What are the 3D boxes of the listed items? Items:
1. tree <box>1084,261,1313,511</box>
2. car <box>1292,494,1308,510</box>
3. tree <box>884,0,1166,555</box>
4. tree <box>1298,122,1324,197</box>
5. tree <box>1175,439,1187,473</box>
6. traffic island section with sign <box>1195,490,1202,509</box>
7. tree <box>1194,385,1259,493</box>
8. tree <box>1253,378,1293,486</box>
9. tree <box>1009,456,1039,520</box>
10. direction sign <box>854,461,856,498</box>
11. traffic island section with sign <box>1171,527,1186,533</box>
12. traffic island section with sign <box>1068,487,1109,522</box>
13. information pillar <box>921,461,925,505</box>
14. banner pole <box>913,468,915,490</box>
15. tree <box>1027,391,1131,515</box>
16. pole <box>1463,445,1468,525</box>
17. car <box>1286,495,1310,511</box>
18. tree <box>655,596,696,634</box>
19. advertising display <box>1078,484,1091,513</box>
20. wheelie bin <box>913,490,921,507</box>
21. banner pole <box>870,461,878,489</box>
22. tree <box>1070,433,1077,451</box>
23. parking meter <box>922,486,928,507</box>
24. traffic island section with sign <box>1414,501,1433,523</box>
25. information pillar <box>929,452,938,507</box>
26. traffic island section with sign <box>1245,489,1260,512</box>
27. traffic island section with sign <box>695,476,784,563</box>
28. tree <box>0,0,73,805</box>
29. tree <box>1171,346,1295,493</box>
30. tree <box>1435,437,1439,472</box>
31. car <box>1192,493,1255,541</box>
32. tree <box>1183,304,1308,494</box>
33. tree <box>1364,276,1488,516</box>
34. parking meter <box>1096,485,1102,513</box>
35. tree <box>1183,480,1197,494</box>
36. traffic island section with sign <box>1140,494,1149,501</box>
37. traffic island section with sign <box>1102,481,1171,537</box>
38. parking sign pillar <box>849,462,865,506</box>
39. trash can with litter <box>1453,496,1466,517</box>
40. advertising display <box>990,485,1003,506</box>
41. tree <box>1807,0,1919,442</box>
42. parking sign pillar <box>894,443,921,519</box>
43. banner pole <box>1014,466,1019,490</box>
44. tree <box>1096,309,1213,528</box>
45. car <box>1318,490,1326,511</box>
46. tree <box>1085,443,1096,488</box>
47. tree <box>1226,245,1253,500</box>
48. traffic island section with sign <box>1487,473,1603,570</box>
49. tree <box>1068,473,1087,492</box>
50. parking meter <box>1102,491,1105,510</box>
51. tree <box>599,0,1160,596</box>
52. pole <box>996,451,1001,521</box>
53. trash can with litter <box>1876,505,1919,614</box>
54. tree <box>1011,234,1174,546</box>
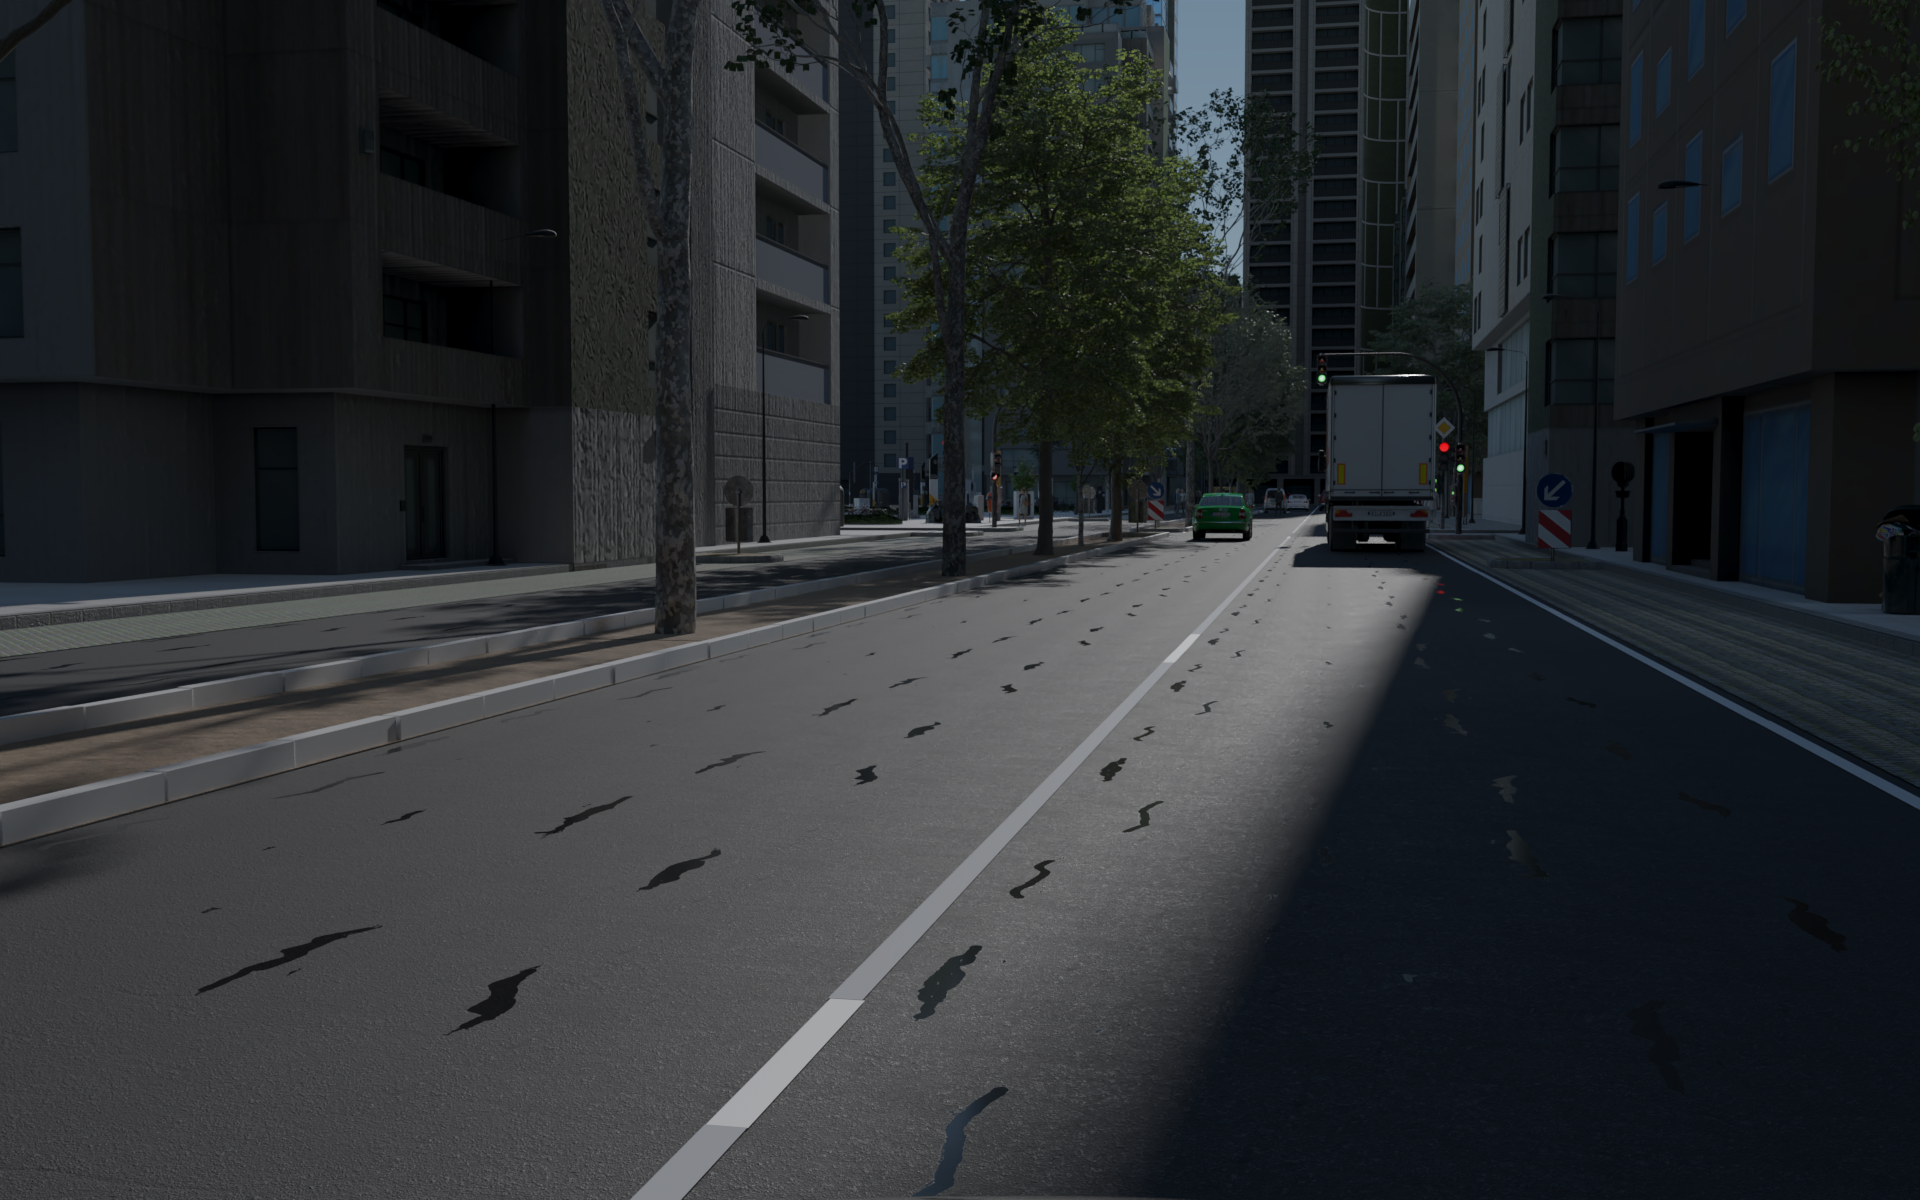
[{"bbox_3d":[13.029,-10.803,89.460,12.009,13.543,11.850,0,3,0],"label":"tree"},{"bbox_3d":[31.044,-9.018,159.443,2.014,1.417,4.499,1,4,13],"label":"car"},{"bbox_3d":[1.969,-7.337,40.541,7.486,12.596,7.792,0,3,0],"label":"tree"},{"bbox_3d":[9.055,-13.330,76.292,12.611,20.169,13.585,0,3,0],"label":"tree"},{"bbox_3d":[25.077,-14.503,187.485,4.737,8.622,4.395,0,3,0],"label":"tree"},{"bbox_3d":[22.921,-9.636,166.170,1.989,1.847,2.006,1,4,12],"label":"traffic island section with sign"},{"bbox_3d":[16.962,-9.501,108.154,4.737,8.622,4.395,0,3,0],"label":"tree"},{"bbox_3d":[20.283,-12.462,124.345,7.486,12.596,7.792,0,3,0],"label":"tree"},{"bbox_3d":[3.107,-5.649,86.967,1.663,3.219,1.824,0,3,0],"label":"tree"},{"bbox_3d":[-7.327,-7.857,120.459,0.379,3.537,0.876,-1,4,-10],"label":"direction sign"},{"bbox_3d":[7.420,-3.482,65.069,2.006,1.907,1.989,1,4,12],"label":"traffic island section with sign"},{"bbox_3d":[6.789,-5.021,90.722,1.989,1.847,2.006,1,4,12],"label":"traffic island section with sign"},{"bbox_3d":[-2.648,-8.098,123.763,0.183,3.616,0.504,2,4,30],"label":"information pillar"},{"bbox_3d":[-4.118,-9.411,143.881,0.863,3.779,0.401,1,4,14],"label":"banner pole"},{"bbox_3d":[7.568,-10.591,107.582,7.601,10.594,8.767,1,4,9],"label":"tree"},{"bbox_3d":[21.132,-4.804,72.391,0.158,3.312,0.155,0,3,0],"label":"pole"},{"bbox_3d":[28.130,-8.068,144.268,2.083,1.381,4.827,1,4,11],"label":"car"},{"bbox_3d":[-3.925,-9.779,18.234,12.611,20.169,13.585,0,3,0],"label":"tree"},{"bbox_3d":[8.267,-6.716,115.015,0.974,1.923,0.123,2,4,32],"label":"advertising display"},{"bbox_3d":[-3.597,-7.860,136.424,0.980,1.594,0.693,0,4,-7],"label":"wheelie bin"},{"bbox_3d":[-6.632,-8.729,132.737,0.863,3.779,0.401,1,4,13],"label":"banner pole"},{"bbox_3d":[12.600,-13.583,132.452,12.009,13.543,11.850,0,3,0],"label":"tree"},{"bbox_3d":[-2.471,-7.109,121.943,0.255,1.863,0.399,-2,4,-27],"label":"parking meter"},{"bbox_3d":[22.851,-4.826,87.535,1.989,1.847,2.006,1,4,12],"label":"traffic island section with sign"},{"bbox_3d":[-1.449,-6.411,96.175,0.504,3.616,0.183,-1,4,-23],"label":"information pillar"},{"bbox_3d":[23.124,-7.977,138.554,2.006,1.907,1.989,1,4,12],"label":"traffic island section with sign"},{"bbox_3d":[-4.809,-1.705,36.505,1.989,1.847,2.006,1,4,12],"label":"traffic island section with sign"},{"bbox_3d":[-4.732,-4.823,7.063,9.928,11.665,9.643,0,3,0],"label":"tree"},{"bbox_3d":[15.523,-10.100,102.003,8.767,10.594,7.601,1,4,12],"label":"tree"},{"bbox_3d":[35.209,-11.063,131.242,4.360,8.622,3.978,0,3,0],"label":"tree"},{"bbox_3d":[8.349,-2.816,54.846,1.959,1.807,4.718,1,4,11],"label":"car"},{"bbox_3d":[18.683,-12.635,115.691,9.857,13.997,8.962,0,3,0],"label":"tree"},{"bbox_3d":[28.066,-11.772,99.121,9.857,13.997,8.962,0,3,0],"label":"tree"},{"bbox_3d":[9.227,-6.680,114.922,0.399,1.863,0.255,0,4,-8],"label":"parking meter"},{"bbox_3d":[25.437,-12.156,193.350,1.663,3.219,1.824,0,3,0],"label":"tree"},{"bbox_3d":[12.574,-6.675,117.768,1.989,1.847,2.006,1,4,12],"label":"traffic island section with sign"},{"bbox_3d":[5.862,-3.039,57.827,2.006,1.907,1.989,1,4,12],"label":"traffic island section with sign"},{"bbox_3d":[-8.594,-9.561,144.786,1.447,3.967,1.447,-1,4,-13],"label":"parking sign pillar"},{"bbox_3d":[27.947,-5.218,96.701,0.624,1.170,1.055,-1,4,-17],"label":"trash can with litter"},{"bbox_3d":[2.639,-7.279,124.217,0.974,1.923,0.123,-2,4,-23],"label":"advertising display"},{"bbox_3d":[9.763,-3.927,14.563,4.737,8.622,4.395,0,3,0],"label":"tree"},{"bbox_3d":[-2.800,-6.298,91.441,1.447,3.967,1.447,-1,4,-14],"label":"parking sign pillar"},{"bbox_3d":[4.636,-8.988,136.968,0.863,3.779,0.401,0,4,-5],"label":"banner pole"},{"bbox_3d":[7.581,-6.924,66.022,4.360,8.622,3.978,0,3,0],"label":"tree"},{"bbox_3d":[31.733,-8.522,148.000,2.281,1.827,5.304,1,4,12],"label":"car"},{"bbox_3d":[10.339,-10.615,123.911,4.360,8.622,3.978,0,3,0],"label":"tree"},{"bbox_3d":[4.713,-8.077,52.635,7.486,12.596,7.792,0,3,0],"label":"tree"},{"bbox_3d":[11.312,-1.527,33.595,1.989,1.847,2.006,1,4,12],"label":"traffic island section with sign"},{"bbox_3d":[9.698,-8.928,140.574,1.663,3.219,1.824,0,3,0],"label":"tree"},{"bbox_3d":[11.197,-7.783,135.657,0.372,1.533,0.369,0,3,0],"label":"parking meter"},{"bbox_3d":[-1.115,-10.536,30.608,12.611,20.169,13.585,0,3,0],"label":"tree"},{"bbox_3d":[1.814,-5.366,81.576,0.158,3.312,0.155,0,3,0],"label":"pole"},{"bbox_3d":[10.157,-0.450,18.740,0.624,1.170,1.055,1,4,18],"label":"trash can with litter"},{"bbox_3d":[3.286,-5.743,46.720,4.737,8.622,4.395,0,3,0],"label":"tree"}]
